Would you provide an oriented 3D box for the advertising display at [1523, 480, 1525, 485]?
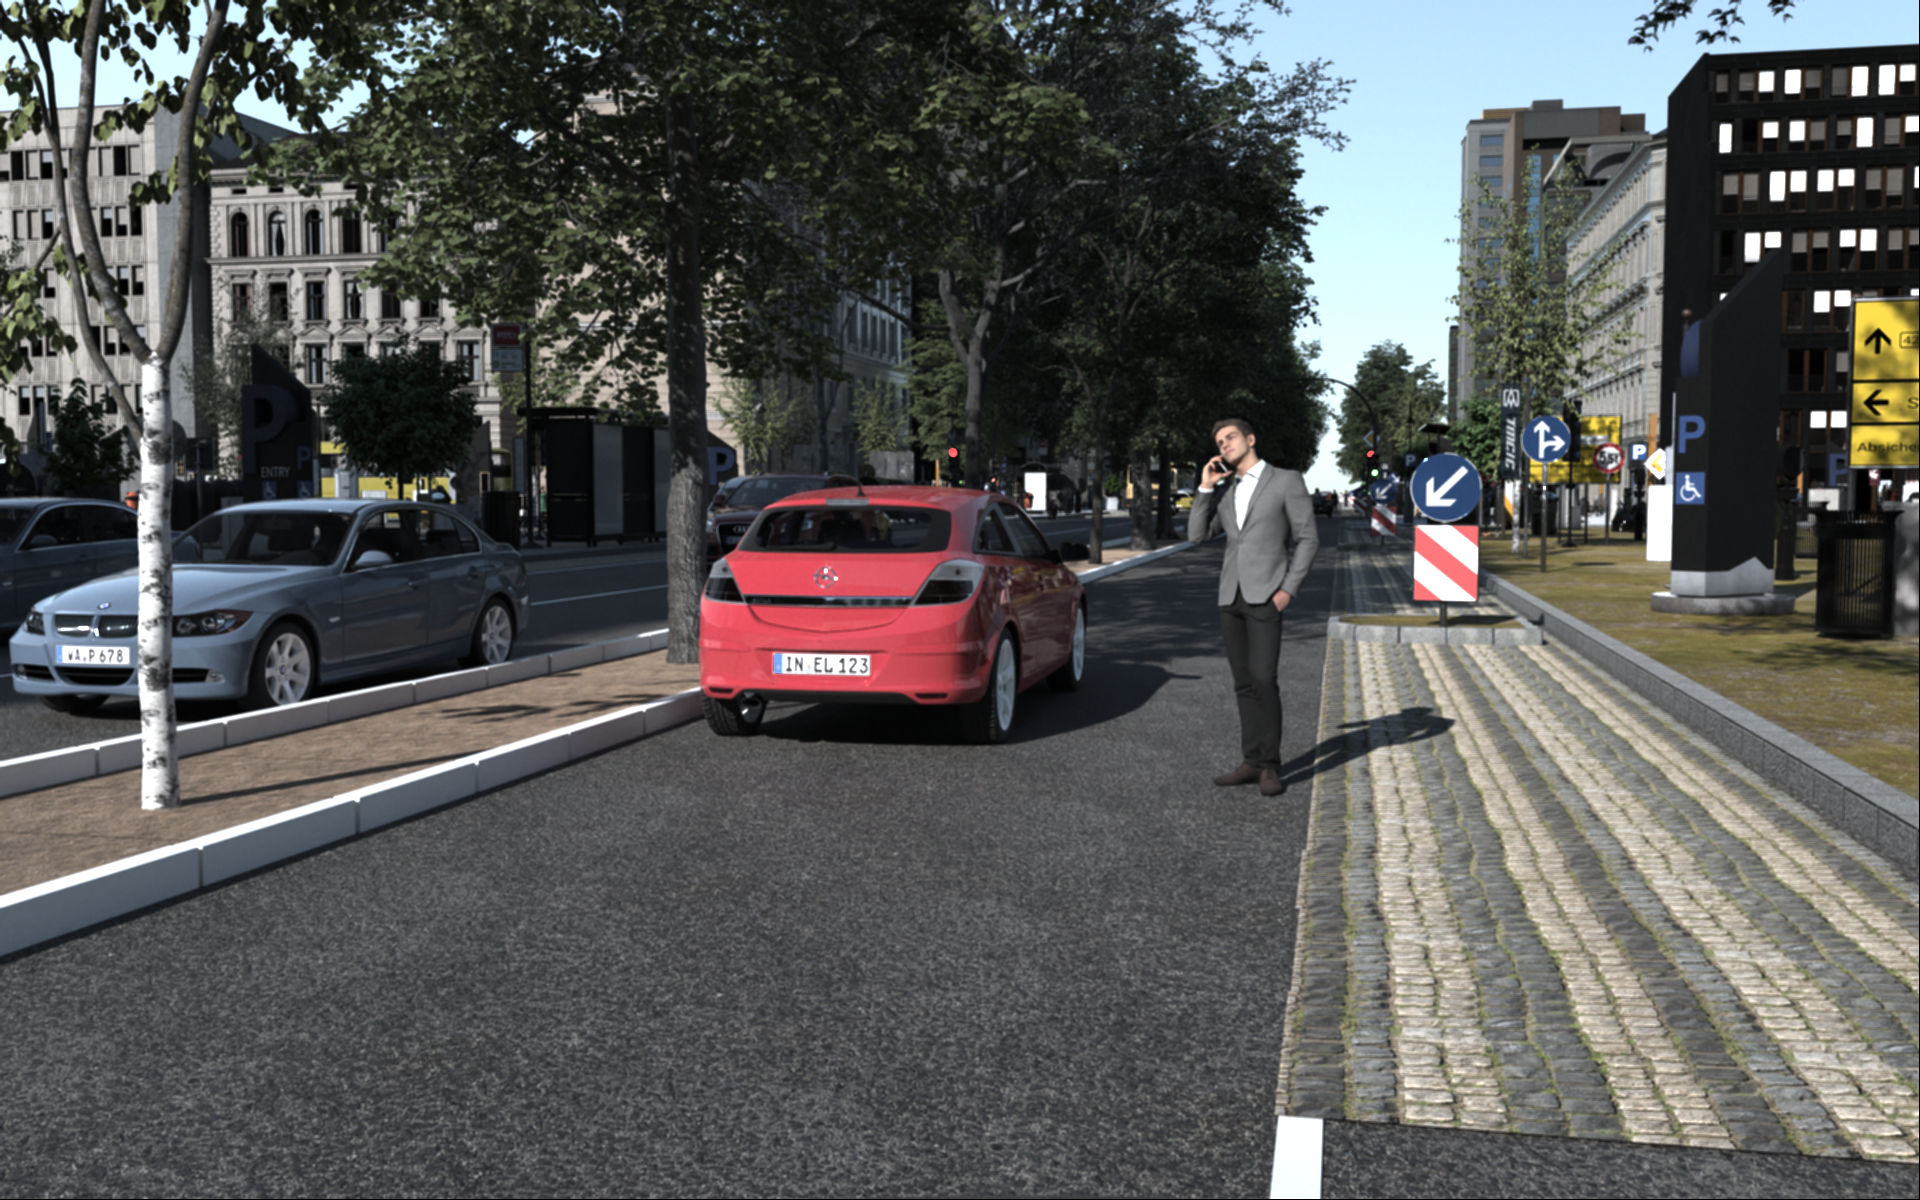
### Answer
[{"bbox_3d":[25.380,-4.478,78.432,0.123,1.923,0.974,2,4,30],"label":"advertising display"}]

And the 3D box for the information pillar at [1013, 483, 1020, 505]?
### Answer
[{"bbox_3d":[3.627,-6.519,111.075,0.304,2.012,0.304,-3,4,-39],"label":"information pillar"}]

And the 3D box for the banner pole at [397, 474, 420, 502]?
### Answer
[{"bbox_3d":[-16.555,-3.801,52.158,0.863,3.779,0.401,0,4,0],"label":"banner pole"}]

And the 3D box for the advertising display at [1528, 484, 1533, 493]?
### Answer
[{"bbox_3d":[35.830,-6.397,109.799,0.974,1.923,0.123,-1,4,-11],"label":"advertising display"}]

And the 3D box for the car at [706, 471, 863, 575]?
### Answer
[{"bbox_3d":[-2.743,-1.210,28.451,2.281,1.827,5.304,1,4,11],"label":"car"}]

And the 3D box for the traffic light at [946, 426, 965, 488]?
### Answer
[{"bbox_3d":[-0.204,-5.035,71.249,0.839,4.253,0.868,1,4,12],"label":"traffic light"}]

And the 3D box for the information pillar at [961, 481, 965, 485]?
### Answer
[{"bbox_3d":[0.257,-5.751,98.523,0.304,2.012,0.304,-2,4,-30],"label":"information pillar"}]

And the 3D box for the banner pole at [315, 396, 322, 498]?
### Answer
[{"bbox_3d":[-16.278,-3.302,44.011,0.401,3.779,0.863,-1,4,-18],"label":"banner pole"}]

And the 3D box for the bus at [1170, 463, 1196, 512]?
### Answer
[{"bbox_3d":[17.125,-8.636,132.748,2.896,3.916,12.252,1,4,11],"label":"bus"}]

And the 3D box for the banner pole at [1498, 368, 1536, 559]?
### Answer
[{"bbox_3d":[11.082,-2.718,34.456,0.863,3.779,0.401,-1,4,-17],"label":"banner pole"}]

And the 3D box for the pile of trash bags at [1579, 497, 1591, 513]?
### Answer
[{"bbox_3d":[42.439,-6.712,119.497,1.912,1.369,3.447,1,4,15],"label":"pile of trash bags"}]

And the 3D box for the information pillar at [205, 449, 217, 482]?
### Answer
[{"bbox_3d":[-32.878,-5.179,76.027,0.504,3.616,0.183,-1,4,-16],"label":"information pillar"}]

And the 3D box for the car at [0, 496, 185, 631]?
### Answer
[{"bbox_3d":[-9.514,-0.322,17.273,2.014,1.417,4.499,1,4,12],"label":"car"}]

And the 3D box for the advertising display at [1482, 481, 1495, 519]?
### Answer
[{"bbox_3d":[26.886,-5.080,88.271,0.123,1.923,0.974,-2,4,-27],"label":"advertising display"}]

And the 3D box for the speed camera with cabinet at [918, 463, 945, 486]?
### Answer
[{"bbox_3d":[-1.865,-7.641,119.271,2.038,3.252,0.660,1,4,12],"label":"speed camera with cabinet"}]

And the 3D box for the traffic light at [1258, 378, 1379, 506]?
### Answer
[{"bbox_3d":[14.104,-5.706,67.965,4.771,5.953,1.251,1,4,12],"label":"traffic light"}]

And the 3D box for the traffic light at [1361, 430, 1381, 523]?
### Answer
[{"bbox_3d":[17.892,-5.292,75.451,0.839,4.253,0.868,1,4,12],"label":"traffic light"}]

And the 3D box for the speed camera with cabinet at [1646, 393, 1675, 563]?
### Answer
[{"bbox_3d":[13.712,-2.374,33.155,0.660,3.252,2.038,2,4,34],"label":"speed camera with cabinet"}]

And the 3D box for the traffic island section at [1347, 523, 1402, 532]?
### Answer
[{"bbox_3d":[16.203,-2.782,67.759,2.009,0.180,2.903,1,4,12],"label":"traffic island section"}]

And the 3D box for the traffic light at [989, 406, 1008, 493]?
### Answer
[{"bbox_3d":[3.584,-6.358,78.628,4.771,5.953,1.251,1,4,12],"label":"traffic light"}]

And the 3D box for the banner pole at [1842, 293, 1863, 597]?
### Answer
[{"bbox_3d":[11.311,-1.926,21.514,0.401,3.779,0.863,-3,4,-36],"label":"banner pole"}]

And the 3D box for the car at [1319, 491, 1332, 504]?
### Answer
[{"bbox_3d":[45.297,-12.600,214.678,2.281,1.827,5.304,1,4,12],"label":"car"}]

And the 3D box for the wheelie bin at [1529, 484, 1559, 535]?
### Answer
[{"bbox_3d":[18.361,-2.845,54.428,0.693,1.594,0.980,-2,4,-31],"label":"wheelie bin"}]

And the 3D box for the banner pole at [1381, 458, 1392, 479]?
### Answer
[{"bbox_3d":[29.537,-7.936,119.764,0.863,3.779,0.401,0,4,8],"label":"banner pole"}]

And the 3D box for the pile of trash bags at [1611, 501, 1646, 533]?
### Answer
[{"bbox_3d":[23.825,-2.963,58.195,3.447,1.369,1.912,0,4,1],"label":"pile of trash bags"}]

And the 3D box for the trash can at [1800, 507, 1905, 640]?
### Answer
[{"bbox_3d":[7.941,-0.227,15.369,0.748,1.137,0.748,0,3,0],"label":"trash can"}]

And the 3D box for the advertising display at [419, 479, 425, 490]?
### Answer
[{"bbox_3d":[-22.911,-4.184,73.626,0.123,1.923,0.974,-2,4,-28],"label":"advertising display"}]

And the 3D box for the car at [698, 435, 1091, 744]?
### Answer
[{"bbox_3d":[-0.269,-0.152,11.534,2.155,1.783,4.494,1,4,13],"label":"car"}]

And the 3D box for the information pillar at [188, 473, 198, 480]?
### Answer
[{"bbox_3d":[-26.339,-3.375,59.674,0.304,2.012,0.304,2,4,34],"label":"information pillar"}]

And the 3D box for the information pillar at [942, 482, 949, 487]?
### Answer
[{"bbox_3d":[-0.870,-6.026,103.012,0.304,2.012,0.304,-3,4,-38],"label":"information pillar"}]

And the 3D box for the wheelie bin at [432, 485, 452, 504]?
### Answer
[{"bbox_3d":[-18.275,-3.239,60.862,0.693,1.594,0.980,-2,4,-33],"label":"wheelie bin"}]

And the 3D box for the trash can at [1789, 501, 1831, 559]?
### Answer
[{"bbox_3d":[16.881,-1.394,34.447,0.748,1.137,0.748,0,3,0],"label":"trash can"}]

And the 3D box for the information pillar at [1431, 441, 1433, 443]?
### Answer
[{"bbox_3d":[20.974,-5.235,76.946,0.183,3.616,0.504,2,4,28],"label":"information pillar"}]

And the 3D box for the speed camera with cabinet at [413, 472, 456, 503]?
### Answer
[{"bbox_3d":[-20.650,-4.557,68.843,2.038,3.252,0.660,0,4,-7],"label":"speed camera with cabinet"}]

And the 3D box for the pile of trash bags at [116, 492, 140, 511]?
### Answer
[{"bbox_3d":[-33.447,-3.641,69.288,1.912,1.369,3.447,-3,5,-39],"label":"pile of trash bags"}]

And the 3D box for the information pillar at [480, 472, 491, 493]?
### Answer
[{"bbox_3d":[-15.921,-3.283,58.169,0.304,2.012,0.304,0,4,-5],"label":"information pillar"}]

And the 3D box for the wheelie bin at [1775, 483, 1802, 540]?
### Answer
[{"bbox_3d":[23.273,-2.506,48.873,0.980,1.594,0.693,0,4,3],"label":"wheelie bin"}]

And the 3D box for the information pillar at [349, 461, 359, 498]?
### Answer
[{"bbox_3d":[-17.482,-3.584,49.951,0.183,3.616,0.504,-3,5,-42],"label":"information pillar"}]

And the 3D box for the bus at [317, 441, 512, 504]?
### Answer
[{"bbox_3d":[-27.151,-5.482,81.177,12.252,3.916,2.896,1,4,13],"label":"bus"}]

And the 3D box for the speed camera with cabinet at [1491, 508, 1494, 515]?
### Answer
[{"bbox_3d":[30.076,-6.352,98.185,2.038,3.252,0.660,0,4,-6],"label":"speed camera with cabinet"}]

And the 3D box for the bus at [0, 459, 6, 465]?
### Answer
[{"bbox_3d":[-52.481,-5.601,86.433,13.247,3.499,2.948,1,4,11],"label":"bus"}]

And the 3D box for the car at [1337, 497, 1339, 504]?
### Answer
[{"bbox_3d":[56.338,-15.294,261.852,2.131,1.459,4.920,1,4,14],"label":"car"}]

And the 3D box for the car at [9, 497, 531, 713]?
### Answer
[{"bbox_3d":[-4.800,-0.044,12.722,2.014,1.417,4.499,1,4,13],"label":"car"}]

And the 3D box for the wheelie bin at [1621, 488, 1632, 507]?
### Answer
[{"bbox_3d":[35.144,-5.067,90.745,0.980,1.594,0.693,2,4,27],"label":"wheelie bin"}]

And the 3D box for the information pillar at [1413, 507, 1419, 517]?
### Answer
[{"bbox_3d":[26.130,-6.574,98.833,0.183,3.616,0.504,2,4,32],"label":"information pillar"}]

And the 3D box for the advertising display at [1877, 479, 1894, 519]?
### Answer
[{"bbox_3d":[40.143,-4.276,75.130,0.123,1.923,0.974,0,4,-5],"label":"advertising display"}]

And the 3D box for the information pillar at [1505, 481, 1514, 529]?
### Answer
[{"bbox_3d":[20.117,-4.409,63.440,0.183,3.616,0.504,-1,4,-19],"label":"information pillar"}]

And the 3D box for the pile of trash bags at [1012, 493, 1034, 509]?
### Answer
[{"bbox_3d":[2.828,-5.575,100.899,3.447,1.369,1.912,2,4,35],"label":"pile of trash bags"}]

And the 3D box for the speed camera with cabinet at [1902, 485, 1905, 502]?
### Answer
[{"bbox_3d":[14.642,-1.871,24.926,0.660,3.252,2.038,-1,4,-21],"label":"speed camera with cabinet"}]

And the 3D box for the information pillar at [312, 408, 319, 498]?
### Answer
[{"bbox_3d":[-15.401,-3.029,40.871,0.183,3.616,0.504,3,4,38],"label":"information pillar"}]

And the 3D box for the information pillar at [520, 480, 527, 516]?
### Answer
[{"bbox_3d":[-22.996,-5.302,91.178,0.304,2.012,0.304,3,5,40],"label":"information pillar"}]

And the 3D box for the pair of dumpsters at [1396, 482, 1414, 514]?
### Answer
[{"bbox_3d":[28.435,-6.638,111.019,1.574,2.255,4.437,1,4,12],"label":"pair of dumpsters"}]

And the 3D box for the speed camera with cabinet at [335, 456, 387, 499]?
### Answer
[{"bbox_3d":[-25.715,-4.894,74.355,2.038,3.252,0.660,-2,4,-34],"label":"speed camera with cabinet"}]

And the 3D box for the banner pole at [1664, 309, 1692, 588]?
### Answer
[{"bbox_3d":[9.892,-2.036,23.303,0.401,3.779,0.863,-1,4,-17],"label":"banner pole"}]

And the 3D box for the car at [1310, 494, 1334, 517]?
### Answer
[{"bbox_3d":[22.256,-5.988,107.693,2.009,1.686,4.222,1,4,11],"label":"car"}]
